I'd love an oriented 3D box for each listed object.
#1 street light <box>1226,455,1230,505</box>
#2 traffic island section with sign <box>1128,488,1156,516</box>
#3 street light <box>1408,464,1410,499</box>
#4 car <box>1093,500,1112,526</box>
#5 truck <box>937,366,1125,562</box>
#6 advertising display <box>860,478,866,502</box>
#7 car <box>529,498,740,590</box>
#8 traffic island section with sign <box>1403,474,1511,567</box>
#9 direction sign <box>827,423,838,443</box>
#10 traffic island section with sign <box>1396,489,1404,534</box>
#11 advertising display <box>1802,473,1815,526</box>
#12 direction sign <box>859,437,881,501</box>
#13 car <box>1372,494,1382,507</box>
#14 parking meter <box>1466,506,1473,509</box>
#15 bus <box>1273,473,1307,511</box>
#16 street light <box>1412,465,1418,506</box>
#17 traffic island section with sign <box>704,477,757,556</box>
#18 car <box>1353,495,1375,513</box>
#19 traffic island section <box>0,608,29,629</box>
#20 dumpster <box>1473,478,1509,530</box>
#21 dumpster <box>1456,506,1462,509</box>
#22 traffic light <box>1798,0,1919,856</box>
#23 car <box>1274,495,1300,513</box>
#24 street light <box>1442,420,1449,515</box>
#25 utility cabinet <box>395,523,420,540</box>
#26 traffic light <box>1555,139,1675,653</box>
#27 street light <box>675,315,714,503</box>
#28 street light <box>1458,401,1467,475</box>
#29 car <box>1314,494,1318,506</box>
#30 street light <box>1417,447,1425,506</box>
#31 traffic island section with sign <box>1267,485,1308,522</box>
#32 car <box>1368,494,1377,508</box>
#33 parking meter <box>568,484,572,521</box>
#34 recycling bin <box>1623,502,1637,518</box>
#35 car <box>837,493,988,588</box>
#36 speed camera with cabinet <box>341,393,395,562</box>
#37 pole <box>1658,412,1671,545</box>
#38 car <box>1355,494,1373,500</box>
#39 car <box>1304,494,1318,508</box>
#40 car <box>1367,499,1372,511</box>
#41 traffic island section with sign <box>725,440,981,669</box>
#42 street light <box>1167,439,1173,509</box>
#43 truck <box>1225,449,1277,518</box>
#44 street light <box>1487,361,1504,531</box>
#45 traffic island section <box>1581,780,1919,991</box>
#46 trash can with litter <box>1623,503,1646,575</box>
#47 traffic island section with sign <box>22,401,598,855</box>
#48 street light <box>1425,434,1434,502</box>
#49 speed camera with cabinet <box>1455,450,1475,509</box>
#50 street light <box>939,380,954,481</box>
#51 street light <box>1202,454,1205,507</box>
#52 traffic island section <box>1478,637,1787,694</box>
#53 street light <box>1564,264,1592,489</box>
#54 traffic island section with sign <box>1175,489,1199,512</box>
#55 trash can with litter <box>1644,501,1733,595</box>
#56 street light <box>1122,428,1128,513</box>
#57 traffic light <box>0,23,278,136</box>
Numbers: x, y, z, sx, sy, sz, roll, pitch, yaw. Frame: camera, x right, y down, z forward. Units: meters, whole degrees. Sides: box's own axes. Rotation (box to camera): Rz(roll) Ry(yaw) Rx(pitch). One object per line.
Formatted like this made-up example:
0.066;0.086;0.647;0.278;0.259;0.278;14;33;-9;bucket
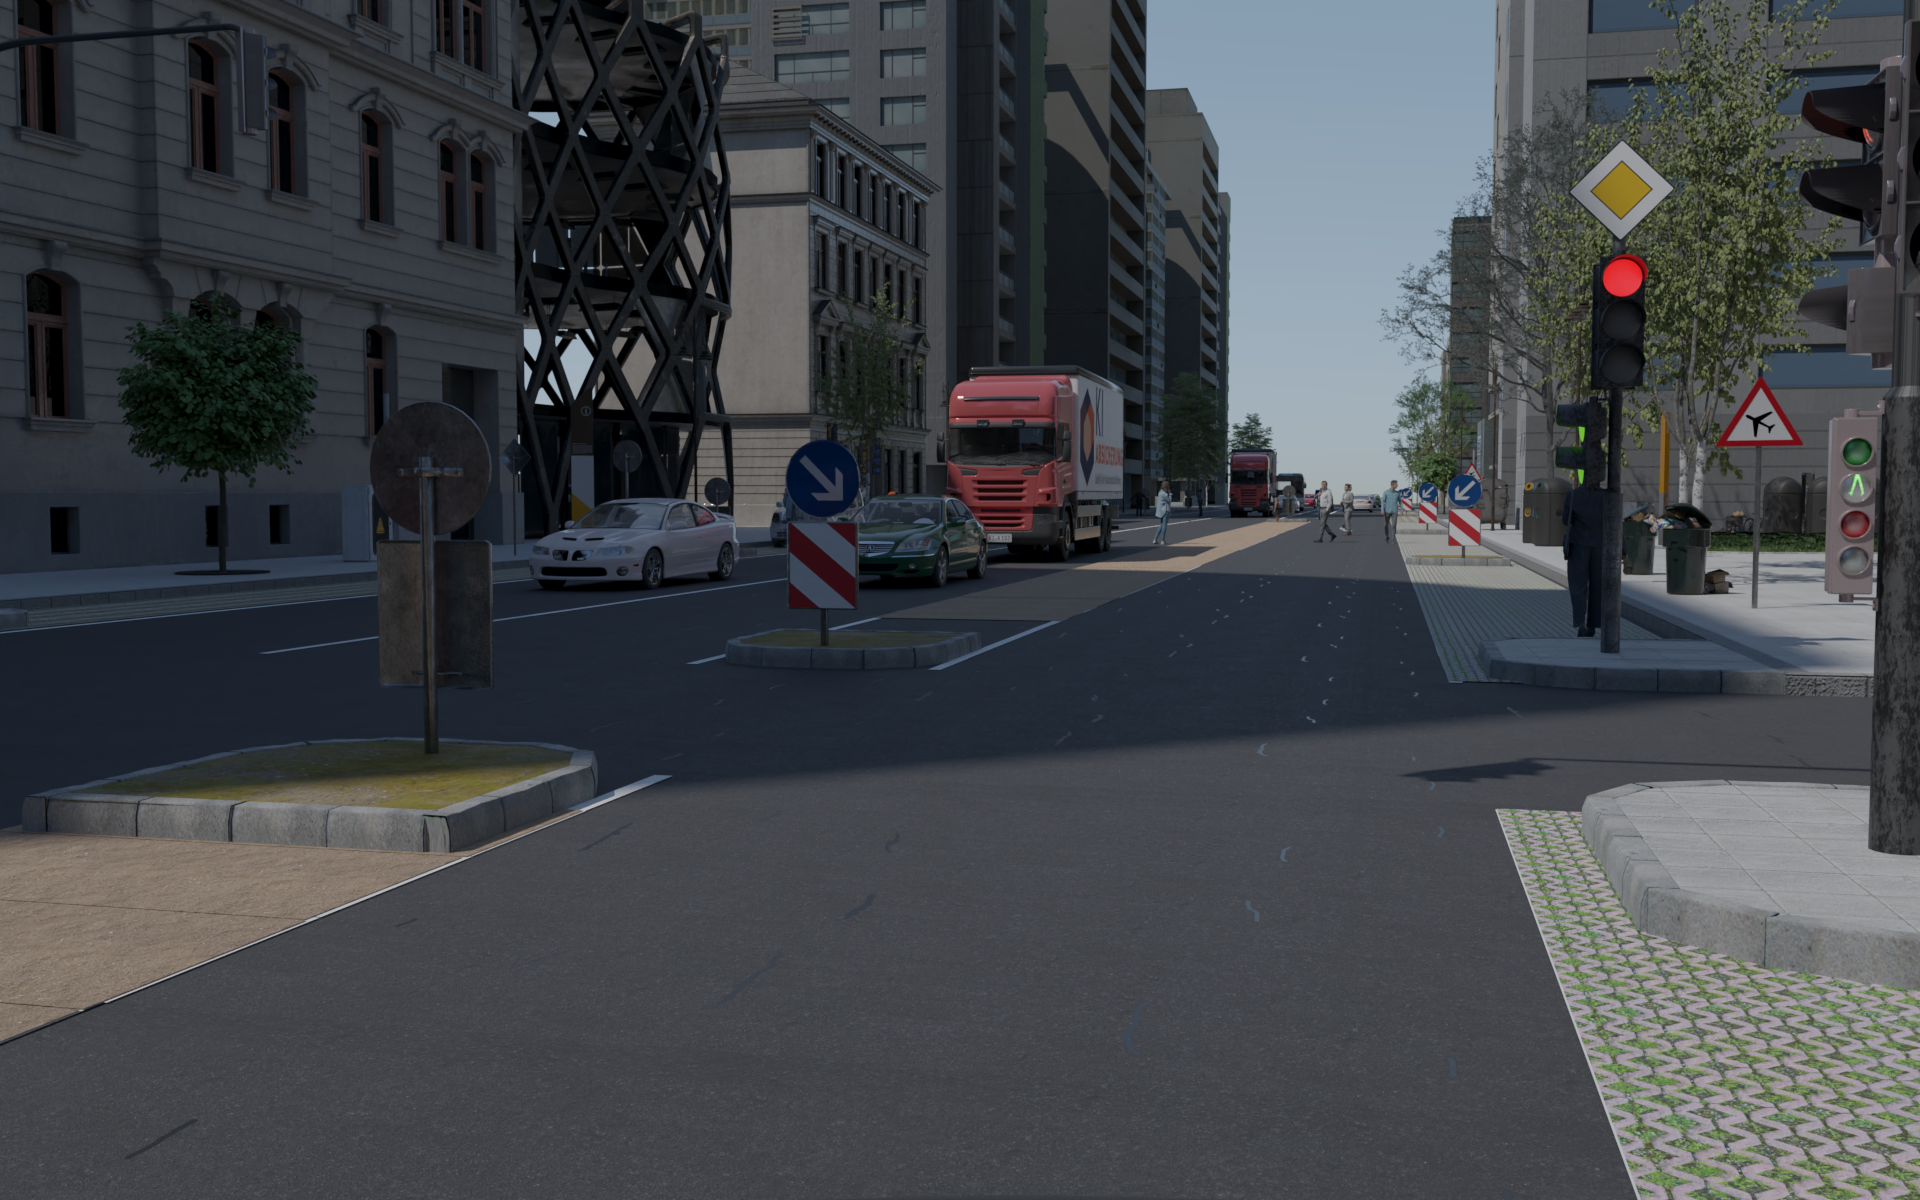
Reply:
30.898;-13.884;199.784;0.468;5.910;1.993;1;4;14;street light
12.294;-6.500;114.906;1.989;1.847;2.006;1;4;14;traffic island section with sign
56.300;-14.847;215.530;0.468;5.910;1.993;1;4;14;street light
4.955;-3.545;69.756;2.131;1.459;4.920;1;4;15;car
1.887;-3.141;40.268;2.839;4.237;11.283;1;4;12;truck
-4.103;-4.021;70.952;0.974;1.923;0.123;-3;4;-37;advertising display
-5.086;-0.933;27.614;2.083;1.381;4.827;1;4;15;car
10.090;-1.622;35.152;1.989;1.847;2.006;1;4;14;traffic island section with sign
-4.081;-3.876;55.369;0.379;3.537;0.876;1;4;17;direction sign
16.504;-3.239;61.587;1.989;1.847;2.006;1;4;14;traffic island section with sign
25.599;-2.881;52.312;0.123;1.923;0.974;3;5;40;advertising display
-3.597;-4.722;69.196;0.876;3.537;0.379;-1;4;-20;direction sign
44.910;-10.801;188.386;2.131;1.459;4.920;1;4;15;car
20.021;-3.658;68.214;0.372;1.533;0.369;0;3;0;parking meter
27.983;-9.318;147.215;2.948;3.499;13.247;1;4;12;bus
49.977;-13.239;189.240;0.468;5.910;1.993;1;4;14;street light
-5.818;-1.936;40.275;1.989;1.847;2.006;1;4;14;traffic island section with sign
31.199;-7.491;134.832;2.083;1.381;4.827;1;4;14;car
-11.230;0.261;18.014;2.009;0.180;2.903;1;4;14;traffic island section
19.029;-3.448;62.137;1.264;1.857;1.865;1;4;14;dumpster
22.325;-4.284;75.810;1.264;1.857;1.865;1;4;13;dumpster
1.308;-1.947;6.504;4.771;5.953;1.251;1;4;14;traffic light
25.160;-7.407;133.467;2.083;1.381;4.827;1;4;14;car
30.304;-8.285;108.239;0.468;5.910;1.993;1;4;14;street light
-11.719;-1.557;36.612;0.306;1.237;1.020;1;4;13;utility cabinet
5.246;-1.528;13.912;0.839;4.253;0.868;1;4;14;traffic light
-6.849;-4.406;44.833;0.468;5.910;1.993;1;4;14;street light
24.835;-6.914;85.824;0.468;5.910;1.993;1;4;14;street light
42.583;-12.345;210.638;1.959;1.807;4.718;1;4;15;car
42.792;-11.452;160.034;0.468;5.910;1.993;1;4;14;street light
16.709;-4.898;88.218;2.006;1.907;1.989;1;4;14;traffic island section with sign
42.026;-10.196;178.712;2.014;1.417;4.499;1;4;12;car
-9.304;-2.056;42.019;0.372;1.533;0.369;0;3;0;parking meter
21.488;-2.677;56.323;0.722;1.027;0.722;-1;4;-8;recycling bin
-0.798;-1.003;28.198;2.131;1.459;4.920;1;4;13;car
-11.198;-2.391;33.435;0.660;3.252;2.038;1;4;8;speed camera with cabinet
17.583;-3.021;43.233;0.158;3.312;0.155;0;3;0;pole
36.271;-8.972;156.482;2.009;1.686;4.222;1;4;13;car
34.828;-10.069;173.668;2.155;1.783;4.494;1;4;13;car
33.724;-8.183;146.151;2.083;1.381;4.827;1;4;13;car
-1.005;-0.431;15.189;2.006;1.907;1.989;1;4;14;traffic island section with sign
17.606;-10.531;144.973;0.468;5.910;1.993;1;4;14;street light
18.479;-7.356;109.182;2.839;4.237;11.283;1;4;13;truck
18.550;-5.343;60.139;0.468;5.910;1.993;1;4;14;street light
3.399;0.980;6.256;2.009;0.180;2.903;1;4;14;traffic island section
10.553;-0.991;27.589;1.055;1.170;0.624;2;4;24;trash can with litter
-2.761;0.009;7.993;2.006;1.907;1.989;1;4;14;traffic island section with sign
36.463;-9.870;134.155;0.468;5.910;1.993;1;4;14;street light
23.015;-5.162;78.734;0.660;3.252;2.038;0;4;5;speed camera with cabinet
-0.475;-5.976;70.495;0.468;5.910;1.993;1;4;14;street light
24.521;-12.314;174.113;0.468;5.910;1.993;1;4;14;street light
5.282;0.505;14.017;2.009;0.180;2.903;1;4;14;traffic island section
12.291;-3.771;34.449;0.468;5.910;1.993;1;4;14;street light
18.654;-8.102;141.103;1.989;1.847;2.006;1;4;14;traffic island section with sign
9.439;-0.666;22.277;1.055;1.170;0.624;-2;4;-34;trash can with litter
11.243;-8.941;118.977;0.468;5.910;1.993;1;4;14;street light
-9.140;-2.614;17.411;4.771;5.953;1.251;1;4;14;traffic light
